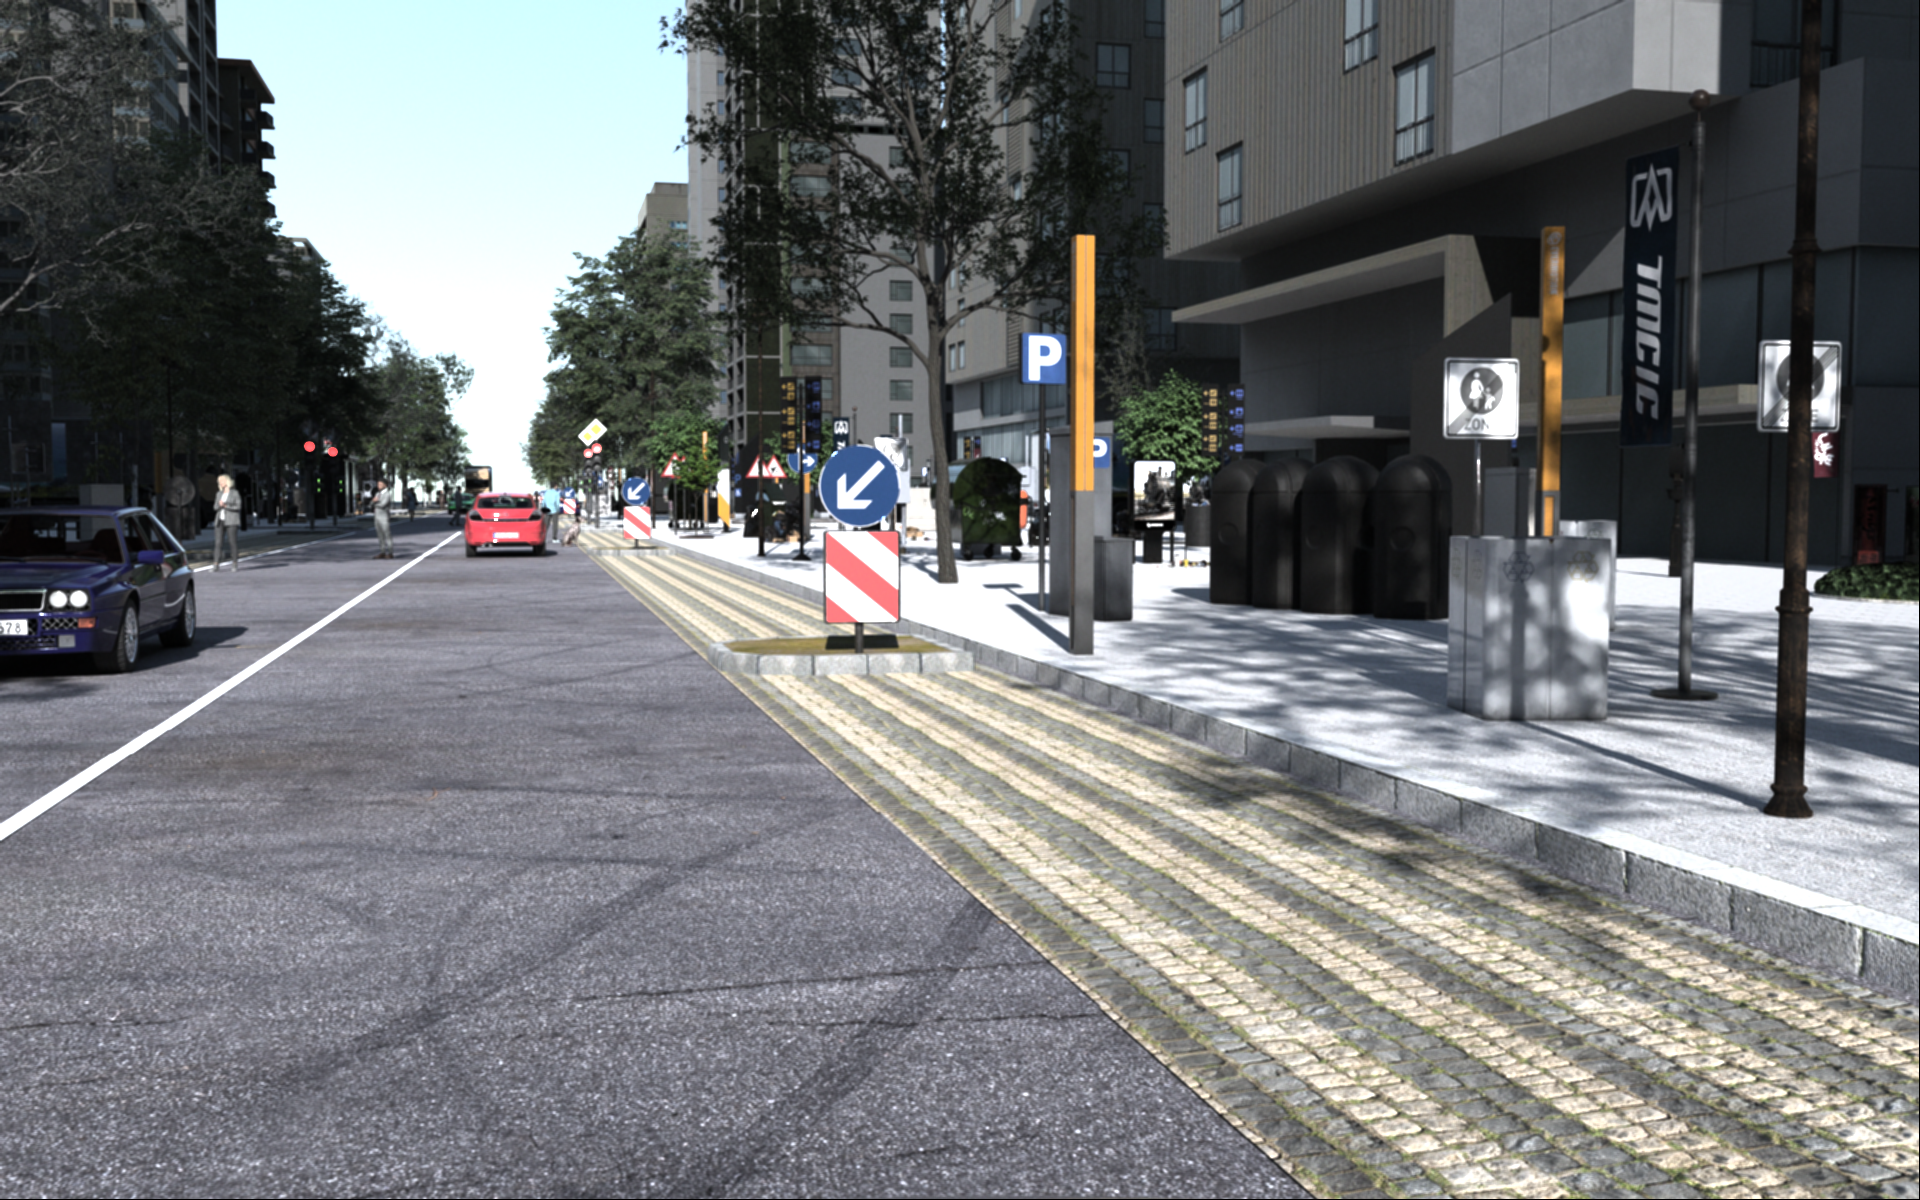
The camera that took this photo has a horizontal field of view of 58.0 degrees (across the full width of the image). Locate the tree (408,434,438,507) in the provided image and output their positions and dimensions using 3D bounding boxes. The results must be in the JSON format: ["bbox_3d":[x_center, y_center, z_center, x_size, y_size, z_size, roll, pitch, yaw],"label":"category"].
[{"bbox_3d":[-54.922,-13.855,176.889,4.360,8.622,3.978,0,3,0],"label":"tree"}]

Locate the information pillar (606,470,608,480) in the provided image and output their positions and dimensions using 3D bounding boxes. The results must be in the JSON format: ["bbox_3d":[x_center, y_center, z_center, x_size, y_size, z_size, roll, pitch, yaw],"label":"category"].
[{"bbox_3d":[-29.450,-9.397,145.001,0.504,3.616,0.183,3,4,38],"label":"information pillar"}]

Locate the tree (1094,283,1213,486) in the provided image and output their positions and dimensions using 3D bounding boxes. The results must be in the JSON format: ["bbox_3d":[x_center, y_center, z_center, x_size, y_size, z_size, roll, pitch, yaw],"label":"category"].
[{"bbox_3d":[6.390,-6.714,60.138,4.360,8.622,3.978,0,3,0],"label":"tree"}]

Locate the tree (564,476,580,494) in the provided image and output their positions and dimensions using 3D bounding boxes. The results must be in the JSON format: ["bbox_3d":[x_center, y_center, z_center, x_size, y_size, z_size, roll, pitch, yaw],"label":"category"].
[{"bbox_3d":[-38.134,-10.818,171.478,1.663,3.219,1.824,0,3,0],"label":"tree"}]

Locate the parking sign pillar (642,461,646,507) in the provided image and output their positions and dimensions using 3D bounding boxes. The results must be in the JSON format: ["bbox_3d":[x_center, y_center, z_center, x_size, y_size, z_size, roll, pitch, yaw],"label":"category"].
[{"bbox_3d":[-21.660,-7.970,118.774,1.447,3.967,1.447,0,4,5],"label":"parking sign pillar"}]

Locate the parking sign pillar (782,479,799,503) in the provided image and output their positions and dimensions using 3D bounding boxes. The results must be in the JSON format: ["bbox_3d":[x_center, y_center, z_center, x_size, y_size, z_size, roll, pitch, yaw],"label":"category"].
[{"bbox_3d":[-10.204,-7.189,106.019,1.447,3.967,1.447,0,4,7],"label":"parking sign pillar"}]

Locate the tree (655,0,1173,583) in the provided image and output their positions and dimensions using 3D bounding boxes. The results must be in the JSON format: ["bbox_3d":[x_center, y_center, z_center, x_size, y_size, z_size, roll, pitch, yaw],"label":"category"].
[{"bbox_3d":[-0.506,-5.523,24.717,7.601,10.594,8.767,0,4,7],"label":"tree"}]

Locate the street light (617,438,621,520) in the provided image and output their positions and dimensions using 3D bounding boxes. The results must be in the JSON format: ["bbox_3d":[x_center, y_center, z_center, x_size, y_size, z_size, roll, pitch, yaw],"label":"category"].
[{"bbox_3d":[-17.188,-6.996,87.165,0.468,5.910,1.993,-1,4,-14],"label":"street light"}]

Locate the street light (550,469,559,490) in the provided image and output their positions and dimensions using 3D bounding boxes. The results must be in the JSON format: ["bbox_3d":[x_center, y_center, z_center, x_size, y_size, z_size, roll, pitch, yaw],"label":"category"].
[{"bbox_3d":[-56.697,-16.485,242.311,0.468,5.910,1.993,-1,4,-14],"label":"street light"}]

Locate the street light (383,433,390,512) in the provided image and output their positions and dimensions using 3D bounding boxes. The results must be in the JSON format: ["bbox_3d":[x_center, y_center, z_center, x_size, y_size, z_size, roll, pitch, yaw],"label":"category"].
[{"bbox_3d":[-42.012,-9.444,127.197,0.468,5.910,1.993,-1,4,-14],"label":"street light"}]

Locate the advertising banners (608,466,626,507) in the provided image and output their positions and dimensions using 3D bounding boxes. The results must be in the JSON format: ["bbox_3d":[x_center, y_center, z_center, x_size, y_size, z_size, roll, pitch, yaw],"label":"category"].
[{"bbox_3d":[-21.096,-6.862,108.377,2.074,3.025,0.090,0,4,4],"label":"advertising banners"}]

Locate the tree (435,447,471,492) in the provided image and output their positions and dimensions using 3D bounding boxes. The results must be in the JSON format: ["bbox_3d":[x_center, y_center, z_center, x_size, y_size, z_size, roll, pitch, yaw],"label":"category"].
[{"bbox_3d":[-86.198,-22.052,294.966,7.601,10.594,8.767,-1,4,-8],"label":"tree"}]

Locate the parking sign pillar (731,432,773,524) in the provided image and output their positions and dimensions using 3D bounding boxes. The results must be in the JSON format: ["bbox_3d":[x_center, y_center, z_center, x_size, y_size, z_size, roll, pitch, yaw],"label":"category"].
[{"bbox_3d":[-9.070,-5.236,74.074,1.447,3.967,1.447,2,4,34],"label":"parking sign pillar"}]

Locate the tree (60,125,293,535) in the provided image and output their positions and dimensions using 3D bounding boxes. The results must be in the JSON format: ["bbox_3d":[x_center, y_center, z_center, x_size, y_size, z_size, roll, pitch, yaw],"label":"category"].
[{"bbox_3d":[-24.096,-8.331,54.346,7.486,12.596,7.792,0,3,0],"label":"tree"}]

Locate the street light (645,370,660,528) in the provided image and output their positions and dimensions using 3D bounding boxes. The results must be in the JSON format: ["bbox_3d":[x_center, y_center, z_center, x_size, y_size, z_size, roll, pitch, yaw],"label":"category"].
[{"bbox_3d":[-11.433,-5.609,64.488,0.468,5.910,1.993,-1,4,-14],"label":"street light"}]

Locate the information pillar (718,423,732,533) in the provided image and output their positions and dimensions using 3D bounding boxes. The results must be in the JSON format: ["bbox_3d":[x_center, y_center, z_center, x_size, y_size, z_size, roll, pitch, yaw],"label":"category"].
[{"bbox_3d":[-7.769,-4.016,57.017,0.183,3.616,0.504,2,4,34],"label":"information pillar"}]

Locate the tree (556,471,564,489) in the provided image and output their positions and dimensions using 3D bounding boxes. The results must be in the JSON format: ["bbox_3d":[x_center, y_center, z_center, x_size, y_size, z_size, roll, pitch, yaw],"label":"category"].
[{"bbox_3d":[-57.035,-18.112,246.500,4.737,8.622,4.395,0,3,0],"label":"tree"}]

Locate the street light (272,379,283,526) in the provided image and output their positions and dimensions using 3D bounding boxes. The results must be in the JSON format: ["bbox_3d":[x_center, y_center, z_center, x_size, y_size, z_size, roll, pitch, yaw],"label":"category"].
[{"bbox_3d":[-27.413,-5.924,69.652,0.468,5.910,1.993,-1,4,-14],"label":"street light"}]

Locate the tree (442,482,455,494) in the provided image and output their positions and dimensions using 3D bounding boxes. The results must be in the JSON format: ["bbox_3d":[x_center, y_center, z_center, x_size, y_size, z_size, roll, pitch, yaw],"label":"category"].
[{"bbox_3d":[-69.899,-14.766,236.023,1.663,3.219,1.824,0,3,0],"label":"tree"}]

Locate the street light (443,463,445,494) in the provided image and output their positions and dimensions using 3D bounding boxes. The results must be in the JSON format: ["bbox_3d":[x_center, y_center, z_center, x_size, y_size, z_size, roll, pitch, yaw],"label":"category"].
[{"bbox_3d":[-66.801,-15.392,224.439,0.468,5.910,1.993,-1,4,-14],"label":"street light"}]

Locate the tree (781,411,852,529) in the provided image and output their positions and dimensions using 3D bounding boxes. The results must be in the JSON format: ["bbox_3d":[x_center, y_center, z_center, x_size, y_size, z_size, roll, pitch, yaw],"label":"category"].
[{"bbox_3d":[-5.575,-4.938,64.444,4.285,4.588,4.351,0,3,0],"label":"tree"}]

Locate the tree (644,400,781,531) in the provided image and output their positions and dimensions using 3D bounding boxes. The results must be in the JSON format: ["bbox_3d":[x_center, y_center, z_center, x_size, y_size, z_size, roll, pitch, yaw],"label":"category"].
[{"bbox_3d":[-9.446,-4.722,60.925,4.285,4.588,4.351,0,3,0],"label":"tree"}]

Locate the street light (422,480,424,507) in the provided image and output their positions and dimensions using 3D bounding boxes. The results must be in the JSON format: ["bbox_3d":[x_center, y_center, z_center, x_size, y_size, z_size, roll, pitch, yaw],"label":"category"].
[{"bbox_3d":[-53.738,-12.261,173.246,0.468,5.910,1.993,-1,4,-14],"label":"street light"}]

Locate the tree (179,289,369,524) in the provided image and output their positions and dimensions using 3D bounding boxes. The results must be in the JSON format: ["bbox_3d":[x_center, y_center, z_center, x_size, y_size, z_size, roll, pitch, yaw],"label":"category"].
[{"bbox_3d":[-29.743,-8.581,74.711,8.767,10.594,7.601,-1,4,-10],"label":"tree"}]

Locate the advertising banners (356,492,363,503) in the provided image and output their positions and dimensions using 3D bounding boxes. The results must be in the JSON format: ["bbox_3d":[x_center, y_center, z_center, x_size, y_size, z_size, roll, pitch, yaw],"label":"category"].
[{"bbox_3d":[-40.370,-7.197,113.863,2.074,3.025,0.090,-1,4,-11],"label":"advertising banners"}]

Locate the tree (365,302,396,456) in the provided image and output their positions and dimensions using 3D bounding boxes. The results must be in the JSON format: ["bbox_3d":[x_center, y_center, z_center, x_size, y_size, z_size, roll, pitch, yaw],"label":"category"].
[{"bbox_3d":[-31.115,-10.081,82.951,7.486,12.596,7.792,0,3,0],"label":"tree"}]

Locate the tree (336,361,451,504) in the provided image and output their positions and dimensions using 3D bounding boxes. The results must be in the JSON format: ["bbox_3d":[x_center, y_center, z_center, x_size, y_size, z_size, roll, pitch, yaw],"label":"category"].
[{"bbox_3d":[-44.895,-12.729,133.876,9.928,11.665,9.643,0,3,0],"label":"tree"}]

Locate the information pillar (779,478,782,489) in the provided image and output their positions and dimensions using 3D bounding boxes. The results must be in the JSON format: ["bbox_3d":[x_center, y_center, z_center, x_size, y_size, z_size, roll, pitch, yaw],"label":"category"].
[{"bbox_3d":[-15.152,-9.458,145.990,0.183,3.616,0.504,-2,4,-25],"label":"information pillar"}]

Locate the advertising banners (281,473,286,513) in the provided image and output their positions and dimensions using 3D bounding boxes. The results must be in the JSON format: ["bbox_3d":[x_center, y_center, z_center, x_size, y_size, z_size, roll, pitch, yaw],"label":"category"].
[{"bbox_3d":[-44.226,-7.155,113.172,0.090,3.025,2.074,-1,4,-14],"label":"advertising banners"}]

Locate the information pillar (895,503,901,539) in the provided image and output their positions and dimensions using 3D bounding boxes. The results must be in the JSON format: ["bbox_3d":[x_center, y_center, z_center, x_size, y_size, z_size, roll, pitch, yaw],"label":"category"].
[{"bbox_3d":[-1.695,-2.750,49.449,0.304,2.012,0.304,0,4,6],"label":"information pillar"}]

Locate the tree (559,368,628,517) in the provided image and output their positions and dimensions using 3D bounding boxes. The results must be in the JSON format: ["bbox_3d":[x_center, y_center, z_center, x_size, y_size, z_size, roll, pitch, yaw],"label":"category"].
[{"bbox_3d":[-20.033,-9.026,97.943,4.360,8.622,3.978,0,3,0],"label":"tree"}]

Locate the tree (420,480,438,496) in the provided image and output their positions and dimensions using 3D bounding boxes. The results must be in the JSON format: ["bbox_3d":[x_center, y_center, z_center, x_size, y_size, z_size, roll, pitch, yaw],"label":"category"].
[{"bbox_3d":[-56.045,-11.472,182.172,1.663,3.219,1.824,0,3,0],"label":"tree"}]

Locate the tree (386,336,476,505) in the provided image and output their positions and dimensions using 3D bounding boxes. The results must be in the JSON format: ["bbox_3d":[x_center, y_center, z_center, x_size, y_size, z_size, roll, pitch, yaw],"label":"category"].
[{"bbox_3d":[-65.259,-21.576,208.649,12.611,20.169,13.585,0,3,0],"label":"tree"}]

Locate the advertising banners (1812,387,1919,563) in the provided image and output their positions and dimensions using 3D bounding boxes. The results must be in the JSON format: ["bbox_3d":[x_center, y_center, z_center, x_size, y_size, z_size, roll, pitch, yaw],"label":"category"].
[{"bbox_3d":[14.693,-1.938,27.874,2.074,3.025,0.090,3,5,45],"label":"advertising banners"}]

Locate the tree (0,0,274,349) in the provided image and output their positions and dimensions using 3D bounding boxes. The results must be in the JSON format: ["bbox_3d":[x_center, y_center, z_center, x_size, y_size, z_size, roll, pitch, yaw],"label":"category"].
[{"bbox_3d":[-16.552,-7.099,26.442,12.009,13.543,11.850,0,3,0],"label":"tree"}]

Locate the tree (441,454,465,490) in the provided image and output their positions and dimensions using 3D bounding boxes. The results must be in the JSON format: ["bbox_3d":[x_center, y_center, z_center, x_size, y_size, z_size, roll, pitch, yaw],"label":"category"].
[{"bbox_3d":[-80.901,-19.929,276.197,4.737,8.622,4.395,0,3,0],"label":"tree"}]

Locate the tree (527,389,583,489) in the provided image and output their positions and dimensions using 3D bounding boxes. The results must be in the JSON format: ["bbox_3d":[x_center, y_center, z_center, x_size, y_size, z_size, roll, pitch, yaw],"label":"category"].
[{"bbox_3d":[-40.509,-15.831,176.960,7.486,12.596,7.792,0,3,0],"label":"tree"}]

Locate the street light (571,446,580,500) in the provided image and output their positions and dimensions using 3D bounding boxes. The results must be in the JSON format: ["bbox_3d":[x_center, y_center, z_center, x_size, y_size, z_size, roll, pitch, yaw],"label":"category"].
[{"bbox_3d":[-32.134,-10.557,145.397,0.468,5.910,1.993,-1,4,-14],"label":"street light"}]

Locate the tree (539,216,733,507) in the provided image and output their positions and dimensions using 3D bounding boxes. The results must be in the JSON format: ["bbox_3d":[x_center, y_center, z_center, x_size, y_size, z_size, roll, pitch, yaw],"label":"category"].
[{"bbox_3d":[-15.204,-10.651,80.793,9.857,13.997,8.962,0,3,0],"label":"tree"}]

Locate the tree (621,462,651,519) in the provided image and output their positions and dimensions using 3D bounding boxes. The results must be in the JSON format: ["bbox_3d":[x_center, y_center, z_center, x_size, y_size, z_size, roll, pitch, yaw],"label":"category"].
[{"bbox_3d":[-17.095,-5.818,89.723,1.663,3.219,1.824,0,3,0],"label":"tree"}]

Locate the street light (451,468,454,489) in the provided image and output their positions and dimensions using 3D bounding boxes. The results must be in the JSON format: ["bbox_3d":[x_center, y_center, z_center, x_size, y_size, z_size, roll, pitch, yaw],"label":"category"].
[{"bbox_3d":[-74.189,-17.151,253.212,0.468,5.910,1.993,-1,4,-14],"label":"street light"}]

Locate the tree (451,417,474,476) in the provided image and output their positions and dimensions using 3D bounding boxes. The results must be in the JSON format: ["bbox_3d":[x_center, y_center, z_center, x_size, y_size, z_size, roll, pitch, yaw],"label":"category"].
[{"bbox_3d":[-68.462,-18.607,229.980,9.928,11.665,9.643,0,3,0],"label":"tree"}]

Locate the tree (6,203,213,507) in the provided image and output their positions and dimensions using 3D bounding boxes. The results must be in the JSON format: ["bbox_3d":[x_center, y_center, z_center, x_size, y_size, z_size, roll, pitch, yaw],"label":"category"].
[{"bbox_3d":[-20.915,-5.677,43.189,4.737,8.622,4.395,0,3,0],"label":"tree"}]

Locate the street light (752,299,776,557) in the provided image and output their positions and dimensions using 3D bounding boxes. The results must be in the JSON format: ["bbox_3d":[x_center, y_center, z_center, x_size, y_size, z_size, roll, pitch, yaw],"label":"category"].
[{"bbox_3d":[-4.084,-3.833,35.458,0.468,5.910,1.993,-1,4,-14],"label":"street light"}]

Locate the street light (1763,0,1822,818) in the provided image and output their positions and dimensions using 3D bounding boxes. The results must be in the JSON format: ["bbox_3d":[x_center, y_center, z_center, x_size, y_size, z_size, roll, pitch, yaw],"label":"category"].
[{"bbox_3d":[3.317,-2.078,6.758,0.468,5.910,1.993,-1,4,-14],"label":"street light"}]

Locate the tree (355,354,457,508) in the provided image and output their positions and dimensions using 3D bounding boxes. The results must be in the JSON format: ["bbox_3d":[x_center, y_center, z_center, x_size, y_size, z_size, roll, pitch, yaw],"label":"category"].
[{"bbox_3d":[-49.718,-15.190,155.017,9.857,13.997,8.962,0,3,0],"label":"tree"}]

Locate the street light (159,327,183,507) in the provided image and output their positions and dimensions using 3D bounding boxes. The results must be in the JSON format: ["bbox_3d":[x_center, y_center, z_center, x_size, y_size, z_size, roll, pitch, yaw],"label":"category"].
[{"bbox_3d":[-21.923,-4.605,48.083,0.468,5.910,1.993,-1,4,-14],"label":"street light"}]

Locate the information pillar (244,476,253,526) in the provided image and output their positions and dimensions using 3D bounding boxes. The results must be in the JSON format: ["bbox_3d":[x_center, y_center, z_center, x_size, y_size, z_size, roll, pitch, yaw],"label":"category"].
[{"bbox_3d":[-28.346,-3.940,68.914,0.304,2.012,0.304,-3,5,-43],"label":"information pillar"}]

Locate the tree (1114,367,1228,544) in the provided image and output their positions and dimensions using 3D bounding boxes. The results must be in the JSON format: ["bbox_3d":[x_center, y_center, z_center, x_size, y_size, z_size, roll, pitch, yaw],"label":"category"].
[{"bbox_3d":[5.603,-3.750,45.023,4.285,4.588,4.351,0,3,0],"label":"tree"}]

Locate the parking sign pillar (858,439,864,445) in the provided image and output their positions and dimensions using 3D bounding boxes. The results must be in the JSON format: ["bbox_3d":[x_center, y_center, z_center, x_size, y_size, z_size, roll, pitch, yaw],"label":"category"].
[{"bbox_3d":[-4.522,-5.957,85.874,1.447,3.967,1.447,2,4,32],"label":"parking sign pillar"}]

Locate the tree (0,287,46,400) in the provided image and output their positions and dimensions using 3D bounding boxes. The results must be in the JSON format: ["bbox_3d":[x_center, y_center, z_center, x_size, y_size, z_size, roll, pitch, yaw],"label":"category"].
[{"bbox_3d":[-32.271,-6.512,56.835,4.360,8.622,3.978,0,3,0],"label":"tree"}]

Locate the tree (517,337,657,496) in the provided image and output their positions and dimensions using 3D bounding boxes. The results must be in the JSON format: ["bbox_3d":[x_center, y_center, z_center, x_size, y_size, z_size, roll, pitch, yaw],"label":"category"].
[{"bbox_3d":[-28.347,-13.694,134.273,12.009,13.543,11.850,0,3,0],"label":"tree"}]

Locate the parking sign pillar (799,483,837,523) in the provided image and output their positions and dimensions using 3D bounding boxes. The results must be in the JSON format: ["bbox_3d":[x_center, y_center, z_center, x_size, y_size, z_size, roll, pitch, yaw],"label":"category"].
[{"bbox_3d":[-6.238,-5.465,77.831,1.447,3.967,1.447,-1,4,-20],"label":"parking sign pillar"}]

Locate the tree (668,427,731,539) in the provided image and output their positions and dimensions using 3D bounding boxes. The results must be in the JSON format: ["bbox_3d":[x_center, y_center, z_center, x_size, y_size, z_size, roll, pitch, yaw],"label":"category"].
[{"bbox_3d":[-7.749,-3.409,50.339,1.663,3.219,1.824,0,3,0],"label":"tree"}]

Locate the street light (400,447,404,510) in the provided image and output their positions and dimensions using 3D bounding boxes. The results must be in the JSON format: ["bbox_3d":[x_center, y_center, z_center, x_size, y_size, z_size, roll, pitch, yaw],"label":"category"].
[{"bbox_3d":[-46.306,-10.463,143.850,0.468,5.910,1.993,-1,4,-14],"label":"street light"}]

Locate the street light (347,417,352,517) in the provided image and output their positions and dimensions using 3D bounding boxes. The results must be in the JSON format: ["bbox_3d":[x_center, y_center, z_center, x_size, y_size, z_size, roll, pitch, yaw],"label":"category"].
[{"bbox_3d":[-34.675,-7.682,98.387,0.468,5.910,1.993,-1,4,-14],"label":"street light"}]

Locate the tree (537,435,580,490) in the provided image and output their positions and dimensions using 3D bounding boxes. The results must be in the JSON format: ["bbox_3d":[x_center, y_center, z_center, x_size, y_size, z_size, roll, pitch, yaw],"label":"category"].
[{"bbox_3d":[-53.923,-18.960,235.757,9.928,11.665,9.643,0,3,0],"label":"tree"}]
